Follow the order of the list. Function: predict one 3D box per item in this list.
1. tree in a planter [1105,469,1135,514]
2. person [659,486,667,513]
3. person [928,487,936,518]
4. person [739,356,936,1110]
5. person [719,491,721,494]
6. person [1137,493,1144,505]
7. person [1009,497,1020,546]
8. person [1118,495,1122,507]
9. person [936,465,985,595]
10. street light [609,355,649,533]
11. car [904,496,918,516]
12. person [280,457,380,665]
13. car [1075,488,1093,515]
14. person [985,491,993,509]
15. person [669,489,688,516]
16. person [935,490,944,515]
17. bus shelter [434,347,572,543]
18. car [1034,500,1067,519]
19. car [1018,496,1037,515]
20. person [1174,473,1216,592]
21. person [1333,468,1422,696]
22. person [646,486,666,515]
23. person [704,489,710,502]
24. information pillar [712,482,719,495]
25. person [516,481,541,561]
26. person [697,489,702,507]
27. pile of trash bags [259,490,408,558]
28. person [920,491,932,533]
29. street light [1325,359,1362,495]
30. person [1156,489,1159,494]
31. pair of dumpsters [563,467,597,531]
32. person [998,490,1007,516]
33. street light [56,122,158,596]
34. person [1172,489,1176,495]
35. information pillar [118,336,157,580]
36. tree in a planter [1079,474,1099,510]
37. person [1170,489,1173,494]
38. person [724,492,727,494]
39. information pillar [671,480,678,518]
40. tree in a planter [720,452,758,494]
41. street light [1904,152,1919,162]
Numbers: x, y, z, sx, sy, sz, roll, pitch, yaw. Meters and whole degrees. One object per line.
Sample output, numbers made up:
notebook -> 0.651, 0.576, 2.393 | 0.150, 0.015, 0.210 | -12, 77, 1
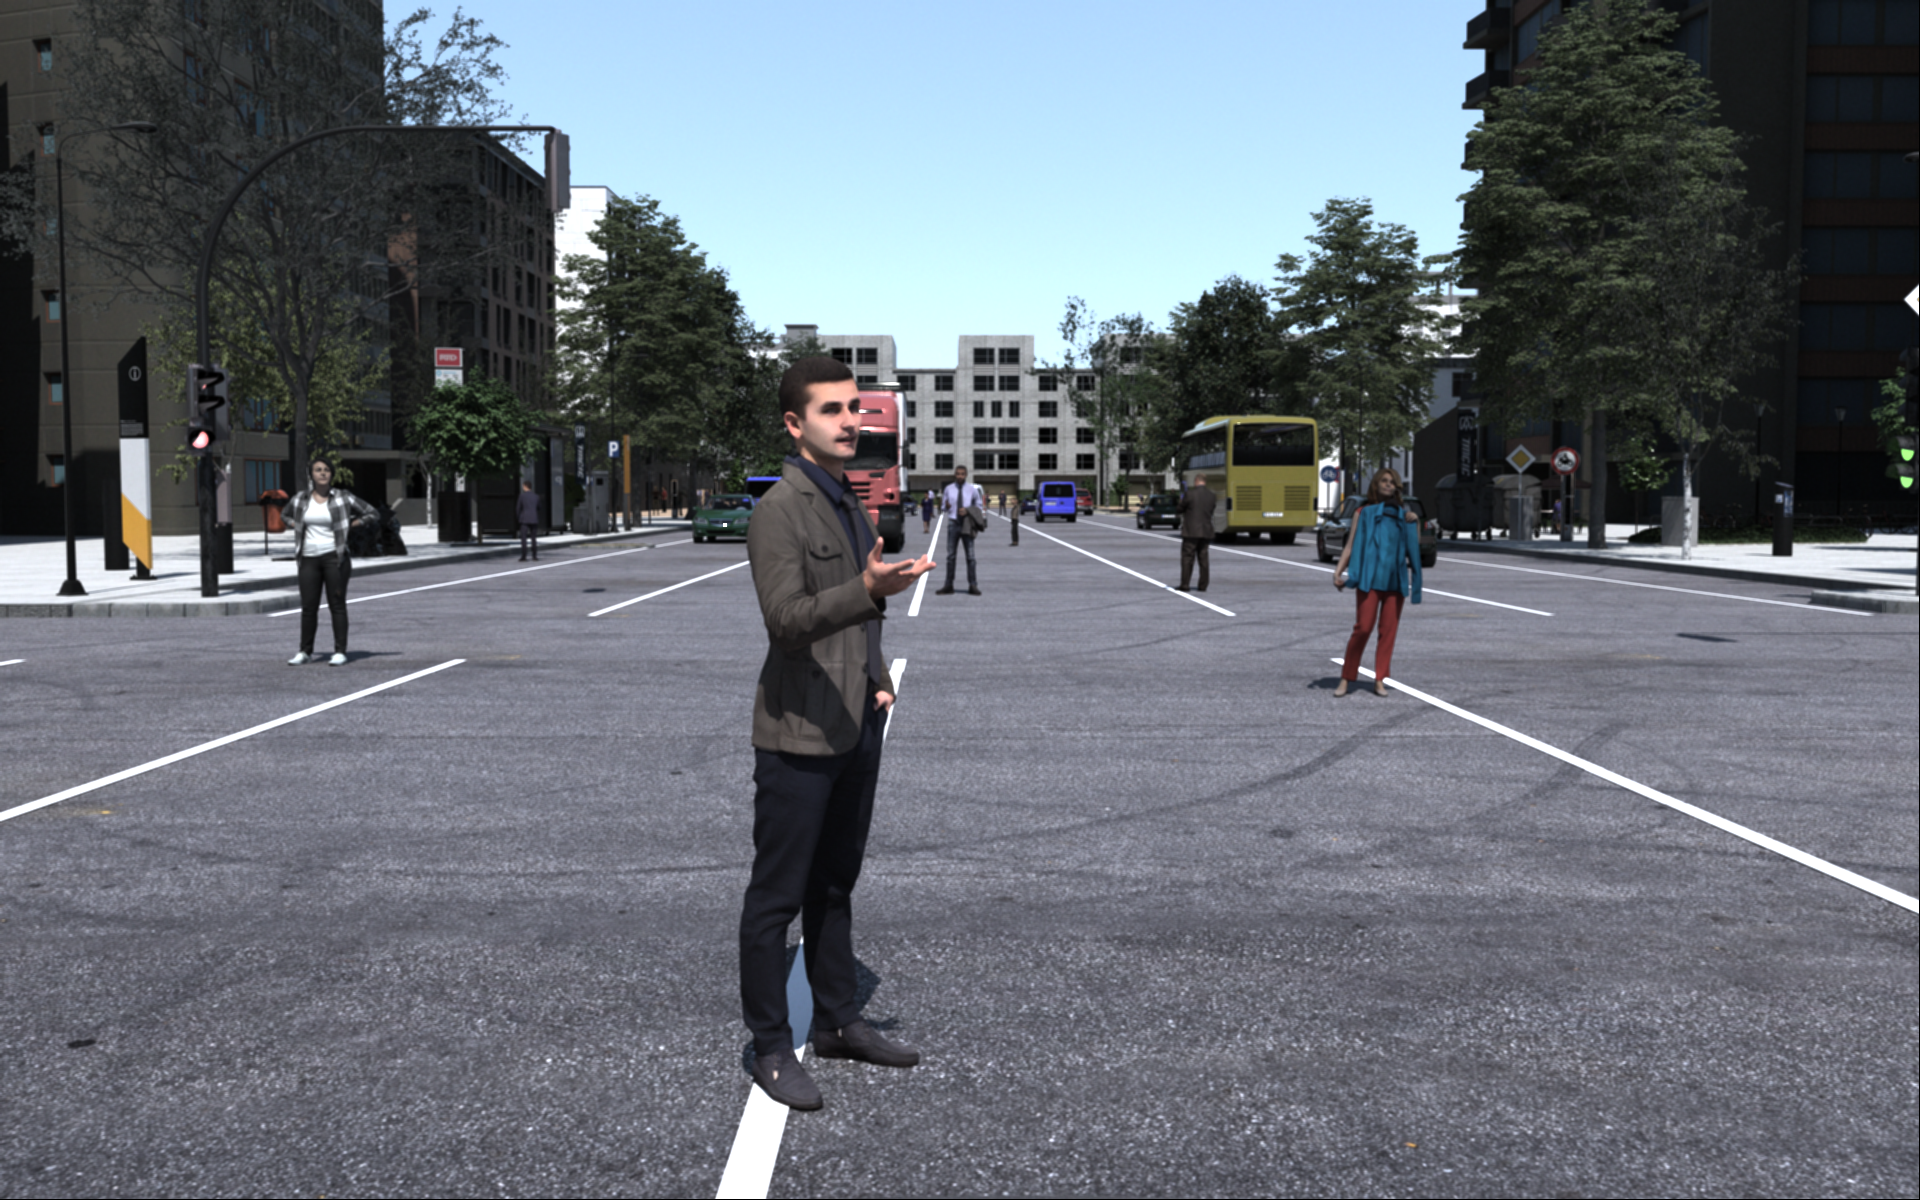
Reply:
tree in a planter -> 11.397, -7.722, 123.470 | 1.991, 3.239, 1.994 | 0, 4, 0
person -> -20.655, -7.015, 120.682 | 0.705, 1.831, 1.348 | -2, 4, -30
person -> -1.733, -5.915, 105.082 | 0.709, 1.838, 0.599 | 2, 4, 23
person -> -0.210, 0.301, 4.115 | 0.750, 1.759, 0.617 | 3, 4, 38
person -> -13.925, -5.643, 98.967 | 0.551, 1.740, 0.621 | -3, 5, -40
person -> 17.077, -9.465, 164.033 | 0.697, 1.427, 0.421 | 0, 4, -6
person -> 1.487, -2.175, 47.970 | 0.340, 1.345, 0.435 | -1, 4, -10
person -> 16.508, -10.394, 178.573 | 0.705, 1.807, 1.348 | 1, 4, 12
person -> -0.006, -0.988, 24.521 | 0.709, 1.838, 0.599 | 0, 4, 7
street light -> -11.038, -5.214, 57.789 | 1.470, 5.913, 1.316 | 0, 4, 0
car -> -3.782, -6.318, 115.877 | 1.945, 1.354, 3.894 | 0, 4, 2
person -> -5.338, -0.326, 14.558 | 0.841, 1.734, 0.376 | 0, 4, 5
car -> 7.875, -6.663, 117.606 | 2.281, 1.827, 5.304 | 0, 4, -1
person -> 2.670, -9.609, 166.291 | 1.217, 1.739, 0.721 | -2, 4, -35
person -> -16.450, -5.834, 101.446 | 1.348, 1.821, 0.705 | 1, 4, 12
person -> -1.304, -6.821, 120.755 | 1.217, 1.736, 0.721 | -3, 5, -39
bus shelter -> -13.248, -4.425, 49.986 | 2.179, 5.291, 8.768 | 0, 4, 0
car -> 5.304, -5.654, 101.232 | 1.959, 1.807, 4.718 | 0, 4, 1
car -> 5.013, -6.527, 119.304 | 1.945, 1.354, 3.894 | 0, 4, 1
person -> 3.453, -1.003, 25.586 | 0.600, 1.739, 0.565 | 3, 5, 42
person -> 2.964, -0.126, 12.271 | 0.593, 1.614, 0.444 | 1, 4, 21
person -> -18.416, -6.012, 104.862 | 1.217, 1.766, 0.721 | -1, 4, -11
person -> -15.340, -6.003, 105.118 | 0.530, 1.710, 0.541 | -1, 4, -23
information pillar -> -13.682, -5.662, 97.058 | 0.304, 2.012, 0.304 | 1, 4, 19
person -> -9.214, -1.688, 37.013 | 0.541, 1.710, 0.530 | -1, 4, -22
person -> -21.344, -8.281, 141.300 | 0.599, 1.838, 0.709 | 2, 4, 31
pile of trash bags -> -13.235, -1.615, 36.152 | 3.447, 1.369, 1.912 | 1, 4, 23
person -> -1.225, -3.196, 63.126 | 0.453, 1.535, 0.546 | 0, 4, -4
street light -> 13.286, -5.339, 59.829 | 1.470, 5.913, 1.316 | 0, 4, 0
person -> 18.529, -9.592, 163.593 | 0.721, 1.735, 1.217 | -1, 4, -21
pair of dumpsters -> -13.287, -3.498, 59.686 | 1.574, 2.255, 4.437 | 0, 4, 0
person -> 2.749, -6.305, 112.498 | 0.541, 1.710, 0.530 | 1, 4, 20
street light -> -10.713, -3.011, 21.775 | 1.470, 5.913, 1.316 | 0, 4, 0
person -> 18.975, -9.034, 154.472 | 0.721, 1.735, 1.217 | 2, 4, 28
information pillar -> -12.282, -2.107, 25.805 | 0.504, 3.616, 0.183 | 1, 4, 19
tree in a planter -> 11.207, -9.415, 151.156 | 1.991, 3.239, 1.994 | 0, 4, 0
person -> 20.749, -9.966, 168.997 | 1.348, 1.822, 0.705 | -3, 5, -42
person -> -16.411, -6.945, 122.832 | 0.697, 1.427, 0.421 | -1, 4, -16
information pillar -> -15.324, -5.412, 92.974 | 0.304, 2.012, 0.304 | -1, 4, -11
tree in a planter -> -9.399, -4.657, 73.368 | 1.991, 3.239, 1.994 | 0, 4, 0
street light -> 13.539, -3.131, 23.731 | 1.470, 5.913, 1.316 | 0, 4, 0
